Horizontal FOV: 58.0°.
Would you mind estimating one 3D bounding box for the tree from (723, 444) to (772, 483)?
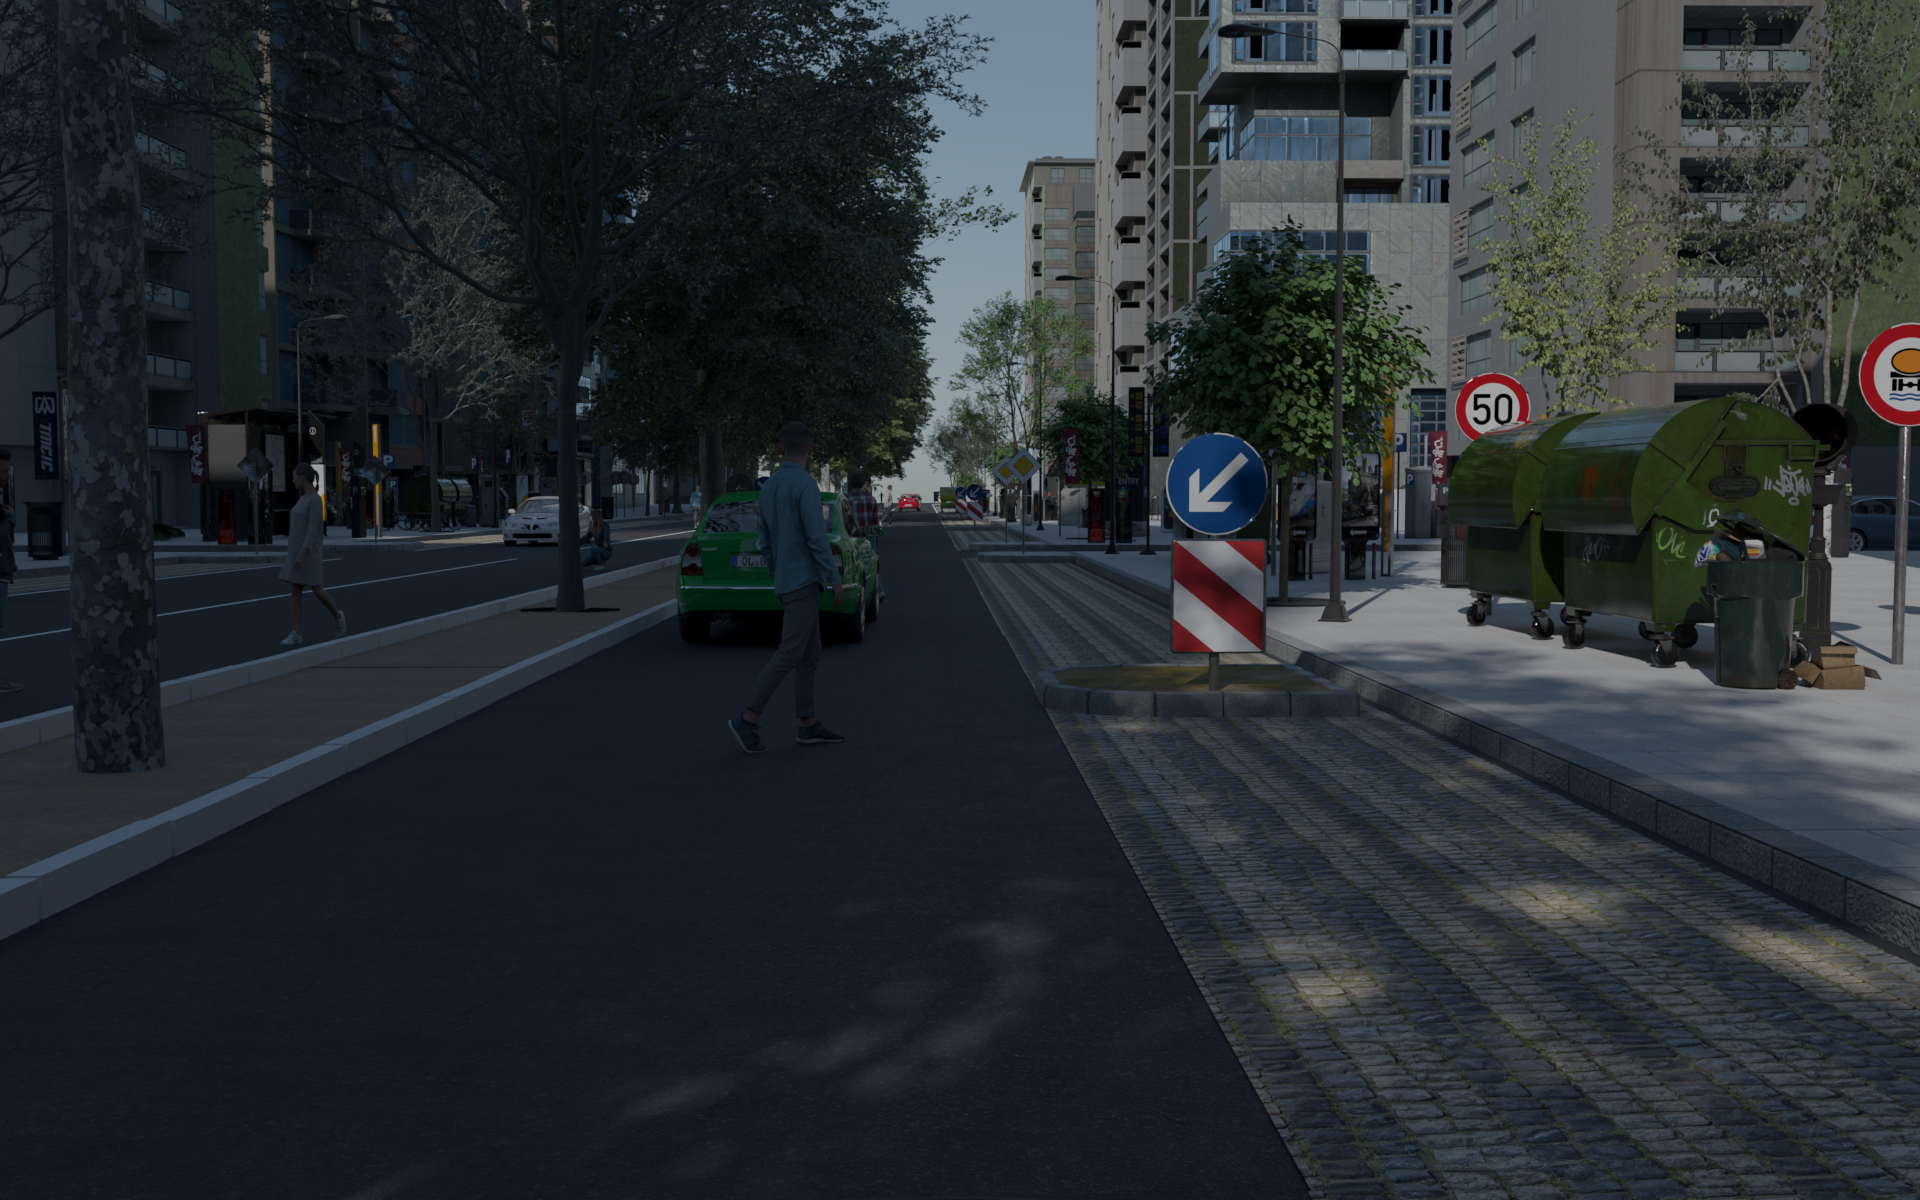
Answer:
[{"bbox_3d":[-20.145,-13.159,165.514,4.737,8.622,4.395,0,3,0],"label":"tree"}]

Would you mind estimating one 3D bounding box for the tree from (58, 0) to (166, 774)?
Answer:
[{"bbox_3d":[-3.143,-9.127,7.578,12.611,20.169,13.585,0,3,0],"label":"tree"}]

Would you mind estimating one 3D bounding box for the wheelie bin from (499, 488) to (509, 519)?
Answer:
[{"bbox_3d":[-23.325,-4.897,87.976,0.693,1.594,0.980,0,4,2],"label":"wheelie bin"}]

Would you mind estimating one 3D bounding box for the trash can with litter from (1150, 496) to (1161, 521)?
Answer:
[{"bbox_3d":[9.562,-4.439,83.636,1.678,1.210,2.233,-2,4,-30],"label":"trash can with litter"}]

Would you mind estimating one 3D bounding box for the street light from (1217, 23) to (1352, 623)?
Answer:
[{"bbox_3d":[3.241,-2.737,17.287,1.470,5.913,1.316,0,4,-1],"label":"street light"}]

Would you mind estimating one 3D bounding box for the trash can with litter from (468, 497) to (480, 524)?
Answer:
[{"bbox_3d":[-20.969,-3.899,75.142,0.624,1.170,1.055,0,4,-6],"label":"trash can with litter"}]

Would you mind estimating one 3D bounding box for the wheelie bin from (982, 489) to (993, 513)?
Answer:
[{"bbox_3d":[1.736,-6.672,116.993,0.980,1.594,0.693,0,4,6],"label":"wheelie bin"}]

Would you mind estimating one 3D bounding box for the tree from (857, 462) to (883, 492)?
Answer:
[{"bbox_3d":[-6.010,-8.962,99.352,4.360,8.622,3.978,0,3,0],"label":"tree"}]

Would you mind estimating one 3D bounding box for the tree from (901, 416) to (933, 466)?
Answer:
[{"bbox_3d":[-6.371,-10.934,115.640,8.767,10.594,7.601,0,4,-1],"label":"tree"}]

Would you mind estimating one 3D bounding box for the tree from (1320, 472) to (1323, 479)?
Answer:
[{"bbox_3d":[14.439,-4.348,65.693,1.663,3.219,1.824,0,3,0],"label":"tree"}]

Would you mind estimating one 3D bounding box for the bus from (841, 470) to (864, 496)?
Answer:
[{"bbox_3d":[-10.849,-11.578,180.850,2.896,3.916,12.252,0,4,-1],"label":"bus"}]

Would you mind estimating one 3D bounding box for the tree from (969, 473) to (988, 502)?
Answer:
[{"bbox_3d":[1.983,-11.031,174.955,1.663,3.219,1.824,0,3,0],"label":"tree"}]

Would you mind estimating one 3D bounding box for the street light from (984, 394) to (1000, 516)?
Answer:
[{"bbox_3d":[1.962,-6.598,80.414,1.470,5.913,1.316,0,4,-1],"label":"street light"}]

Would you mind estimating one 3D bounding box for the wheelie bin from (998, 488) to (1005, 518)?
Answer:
[{"bbox_3d":[2.521,-5.179,92.590,0.980,1.594,0.693,-2,4,-24],"label":"wheelie bin"}]

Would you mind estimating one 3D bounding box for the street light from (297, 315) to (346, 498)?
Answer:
[{"bbox_3d":[-16.599,-4.433,45.018,1.470,5.913,1.316,0,4,-1],"label":"street light"}]

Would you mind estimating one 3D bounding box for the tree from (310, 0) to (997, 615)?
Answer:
[{"bbox_3d":[-4.767,-6.602,20.775,12.009,13.543,11.850,0,3,0],"label":"tree"}]

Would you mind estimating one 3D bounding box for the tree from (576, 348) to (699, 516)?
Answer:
[{"bbox_3d":[-18.218,-10.155,100.438,8.767,10.594,7.601,-1,4,-9],"label":"tree"}]

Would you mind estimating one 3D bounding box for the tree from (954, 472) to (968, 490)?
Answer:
[{"bbox_3d":[0.794,-15.428,235.965,4.285,4.588,4.351,0,3,0],"label":"tree"}]

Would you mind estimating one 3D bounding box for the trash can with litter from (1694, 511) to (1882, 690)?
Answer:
[{"bbox_3d":[5.512,-0.010,11.547,1.055,1.170,0.624,0,4,0],"label":"trash can with litter"}]

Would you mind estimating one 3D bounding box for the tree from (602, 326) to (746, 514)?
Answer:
[{"bbox_3d":[-18.643,-11.995,113.120,9.611,12.733,9.660,0,3,0],"label":"tree"}]

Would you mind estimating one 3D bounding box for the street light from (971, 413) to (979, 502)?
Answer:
[{"bbox_3d":[1.490,-7.791,99.918,1.470,5.913,1.316,0,4,-1],"label":"street light"}]

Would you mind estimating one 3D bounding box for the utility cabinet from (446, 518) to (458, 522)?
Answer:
[{"bbox_3d":[-23.781,-4.259,80.797,0.306,1.237,1.020,-3,5,-44],"label":"utility cabinet"}]

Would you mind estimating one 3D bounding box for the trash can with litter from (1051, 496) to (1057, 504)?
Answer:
[{"bbox_3d":[4.852,-5.150,95.583,1.055,1.170,0.624,0,4,-5],"label":"trash can with litter"}]

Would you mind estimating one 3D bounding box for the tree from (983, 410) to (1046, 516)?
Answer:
[{"bbox_3d":[3.660,-4.012,49.305,4.285,4.588,4.351,0,3,0],"label":"tree"}]

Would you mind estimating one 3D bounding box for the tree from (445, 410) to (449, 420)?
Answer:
[{"bbox_3d":[-27.669,-9.166,100.224,4.360,8.622,3.978,0,3,0],"label":"tree"}]

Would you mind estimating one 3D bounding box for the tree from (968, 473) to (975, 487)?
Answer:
[{"bbox_3d":[3.055,-7.304,103.127,4.285,4.588,4.351,0,3,0],"label":"tree"}]

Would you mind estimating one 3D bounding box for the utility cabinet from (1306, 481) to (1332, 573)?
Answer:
[{"bbox_3d":[5.698,-1.179,27.952,0.318,1.500,1.173,3,5,40],"label":"utility cabinet"}]

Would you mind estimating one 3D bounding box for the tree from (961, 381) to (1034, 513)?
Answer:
[{"bbox_3d":[2.648,-9.939,112.871,4.360,8.622,3.978,0,3,0],"label":"tree"}]

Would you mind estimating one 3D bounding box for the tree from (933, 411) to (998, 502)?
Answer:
[{"bbox_3d":[1.496,-15.297,184.520,7.601,10.594,8.767,3,5,41],"label":"tree"}]

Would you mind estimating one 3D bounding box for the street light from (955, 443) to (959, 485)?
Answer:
[{"bbox_3d":[0.490,-11.275,156.881,1.470,5.913,1.316,0,4,-1],"label":"street light"}]

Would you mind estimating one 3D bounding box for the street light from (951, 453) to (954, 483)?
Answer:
[{"bbox_3d":[0.038,-12.496,176.843,1.470,5.913,1.316,0,4,-1],"label":"street light"}]

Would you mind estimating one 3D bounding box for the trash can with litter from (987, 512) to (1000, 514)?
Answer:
[{"bbox_3d":[2.443,-6.048,109.942,2.233,1.210,1.678,0,4,1],"label":"trash can with litter"}]

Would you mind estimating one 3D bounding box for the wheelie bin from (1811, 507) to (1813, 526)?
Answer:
[{"bbox_3d":[36.100,-3.963,72.697,0.693,1.594,0.980,3,5,43],"label":"wheelie bin"}]

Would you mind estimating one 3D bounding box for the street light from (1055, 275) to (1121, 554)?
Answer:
[{"bbox_3d":[2.717,-3.935,36.884,1.470,5.913,1.316,0,4,-1],"label":"street light"}]

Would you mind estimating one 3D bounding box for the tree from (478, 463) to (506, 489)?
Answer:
[{"bbox_3d":[-28.454,-6.779,105.435,1.663,3.219,1.824,0,3,0],"label":"tree"}]

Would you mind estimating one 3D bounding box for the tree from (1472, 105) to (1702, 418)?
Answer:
[{"bbox_3d":[11.624,-5.063,33.140,4.737,8.622,4.395,0,3,0],"label":"tree"}]

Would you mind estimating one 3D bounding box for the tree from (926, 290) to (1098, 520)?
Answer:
[{"bbox_3d":[3.138,-9.867,87.076,9.928,11.665,9.643,0,3,0],"label":"tree"}]

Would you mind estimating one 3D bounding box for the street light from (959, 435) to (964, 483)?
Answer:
[{"bbox_3d":[0.892,-10.016,136.309,1.470,5.913,1.316,0,4,-1],"label":"street light"}]

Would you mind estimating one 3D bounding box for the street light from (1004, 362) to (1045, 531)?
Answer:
[{"bbox_3d":[2.296,-5.405,60.907,1.470,5.913,1.316,0,4,-1],"label":"street light"}]

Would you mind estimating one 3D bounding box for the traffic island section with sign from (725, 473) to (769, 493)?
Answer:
[{"bbox_3d":[-4.963,-2.239,44.750,2.006,1.907,1.989,0,4,-1],"label":"traffic island section with sign"}]

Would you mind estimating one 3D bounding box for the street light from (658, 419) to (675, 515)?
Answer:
[{"bbox_3d":[-17.765,-8.151,105.802,1.470,5.913,1.316,0,4,-1],"label":"street light"}]

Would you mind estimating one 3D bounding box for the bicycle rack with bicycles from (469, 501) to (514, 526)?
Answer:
[{"bbox_3d":[-19.354,-3.492,70.483,2.852,0.926,2.925,-2,4,-24],"label":"bicycle rack with bicycles"}]

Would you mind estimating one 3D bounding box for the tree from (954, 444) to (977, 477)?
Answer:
[{"bbox_3d":[0.492,-18.042,245.346,4.737,8.622,4.395,0,3,0],"label":"tree"}]

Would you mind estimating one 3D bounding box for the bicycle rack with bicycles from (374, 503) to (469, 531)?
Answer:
[{"bbox_3d":[-19.062,-2.928,61.258,2.925,0.926,2.852,-1,4,-12],"label":"bicycle rack with bicycles"}]

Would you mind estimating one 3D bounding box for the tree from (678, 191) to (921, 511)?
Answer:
[{"bbox_3d":[-5.339,-8.563,60.595,7.486,12.596,7.792,0,3,0],"label":"tree"}]

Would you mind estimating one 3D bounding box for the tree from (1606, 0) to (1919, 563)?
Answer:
[{"bbox_3d":[10.345,-4.312,20.859,4.360,8.622,3.978,0,3,0],"label":"tree"}]

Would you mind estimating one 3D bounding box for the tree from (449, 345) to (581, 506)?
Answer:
[{"bbox_3d":[-18.673,-7.564,74.034,4.360,8.622,3.978,0,3,0],"label":"tree"}]

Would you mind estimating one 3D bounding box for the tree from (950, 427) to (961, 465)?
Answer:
[{"bbox_3d":[1.460,-12.275,151.065,4.360,8.622,3.978,0,3,0],"label":"tree"}]

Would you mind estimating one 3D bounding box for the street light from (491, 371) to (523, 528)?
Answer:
[{"bbox_3d":[-16.945,-5.656,65.015,1.470,5.913,1.316,0,4,-1],"label":"street light"}]

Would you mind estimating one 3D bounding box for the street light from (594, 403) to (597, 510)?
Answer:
[{"bbox_3d":[-17.455,-6.899,85.342,1.470,5.913,1.316,0,4,-1],"label":"street light"}]

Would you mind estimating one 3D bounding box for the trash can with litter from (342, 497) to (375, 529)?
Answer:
[{"bbox_3d":[-22.047,-3.185,63.465,1.055,1.170,0.624,-3,5,-44],"label":"trash can with litter"}]

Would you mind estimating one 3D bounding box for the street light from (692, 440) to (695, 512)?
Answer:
[{"bbox_3d":[-18.068,-9.090,121.168,1.470,5.913,1.316,0,4,-1],"label":"street light"}]

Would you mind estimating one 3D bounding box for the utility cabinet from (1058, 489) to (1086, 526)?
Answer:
[{"bbox_3d":[4.457,-3.706,69.264,1.173,1.500,0.318,3,5,41],"label":"utility cabinet"}]

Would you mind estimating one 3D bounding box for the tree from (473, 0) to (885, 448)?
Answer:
[{"bbox_3d":[-4.727,-7.581,33.065,9.857,13.997,8.962,0,3,0],"label":"tree"}]

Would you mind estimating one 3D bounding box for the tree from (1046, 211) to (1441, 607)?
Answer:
[{"bbox_3d":[3.842,-2.229,20.153,4.285,4.588,4.351,0,3,0],"label":"tree"}]

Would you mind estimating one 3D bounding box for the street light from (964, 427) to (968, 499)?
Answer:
[{"bbox_3d":[1.186,-8.984,119.425,1.470,5.913,1.316,0,4,-1],"label":"street light"}]
